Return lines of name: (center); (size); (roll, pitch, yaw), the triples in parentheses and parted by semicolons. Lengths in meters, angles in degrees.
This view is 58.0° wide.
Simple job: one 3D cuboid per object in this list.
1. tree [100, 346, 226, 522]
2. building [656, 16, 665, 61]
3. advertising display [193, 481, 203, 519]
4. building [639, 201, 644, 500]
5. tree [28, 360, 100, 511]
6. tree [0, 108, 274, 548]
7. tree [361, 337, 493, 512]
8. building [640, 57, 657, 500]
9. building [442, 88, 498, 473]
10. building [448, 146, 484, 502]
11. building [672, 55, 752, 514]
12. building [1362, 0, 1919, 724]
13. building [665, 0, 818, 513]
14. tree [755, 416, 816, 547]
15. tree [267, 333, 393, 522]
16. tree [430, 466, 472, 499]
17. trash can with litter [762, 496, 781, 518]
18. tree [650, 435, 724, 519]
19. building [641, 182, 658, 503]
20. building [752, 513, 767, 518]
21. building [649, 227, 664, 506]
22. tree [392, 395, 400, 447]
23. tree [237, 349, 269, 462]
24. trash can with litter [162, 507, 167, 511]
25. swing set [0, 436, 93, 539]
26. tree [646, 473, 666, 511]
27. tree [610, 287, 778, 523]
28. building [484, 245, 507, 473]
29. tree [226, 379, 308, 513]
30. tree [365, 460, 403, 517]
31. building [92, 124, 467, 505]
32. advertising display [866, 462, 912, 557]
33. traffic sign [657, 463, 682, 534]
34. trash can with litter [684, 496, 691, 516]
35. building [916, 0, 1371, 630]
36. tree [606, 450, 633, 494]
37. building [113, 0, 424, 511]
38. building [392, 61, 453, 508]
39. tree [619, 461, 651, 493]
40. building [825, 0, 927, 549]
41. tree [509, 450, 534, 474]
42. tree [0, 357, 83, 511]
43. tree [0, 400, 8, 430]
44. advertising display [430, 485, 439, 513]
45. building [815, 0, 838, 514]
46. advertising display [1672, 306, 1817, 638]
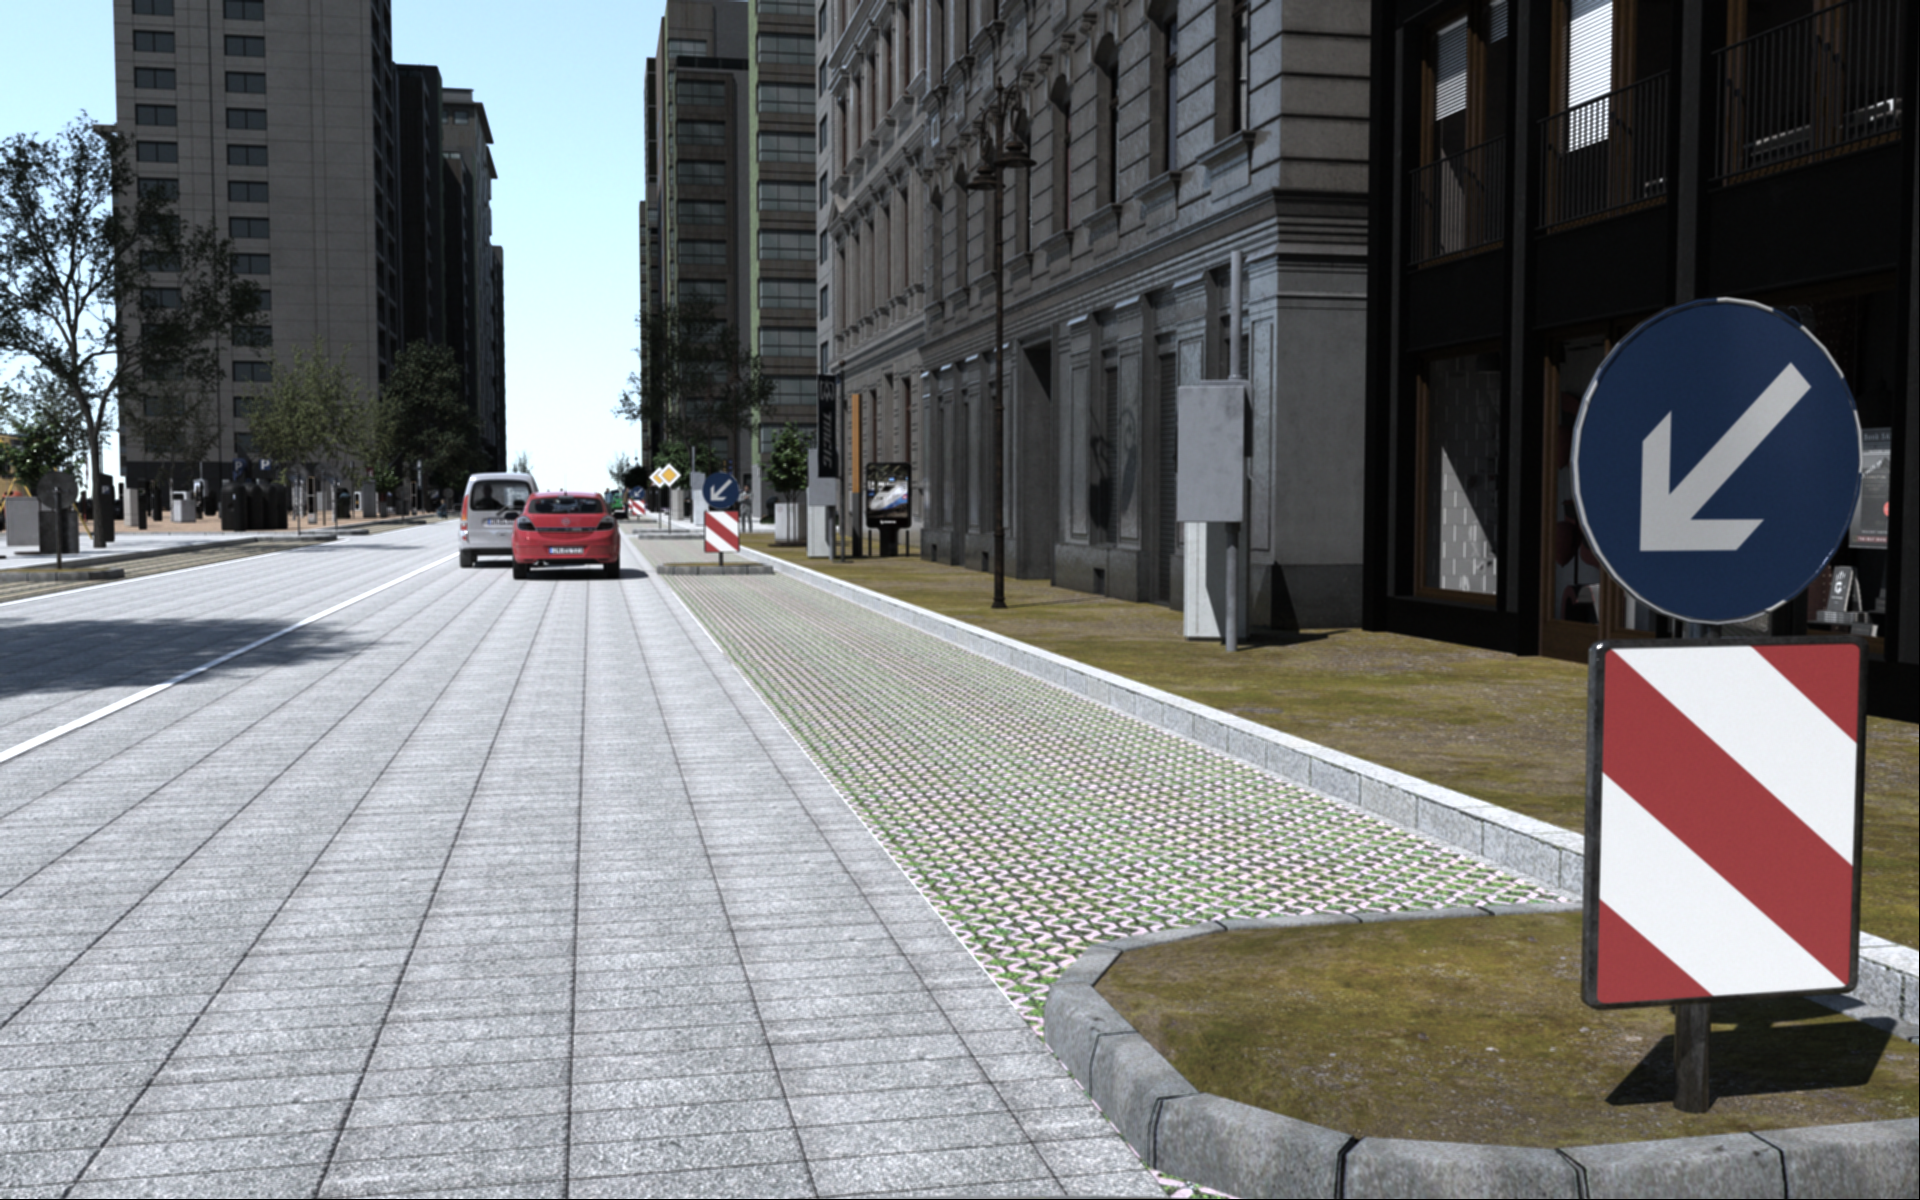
tree: (-36.770, -7.930, 80.022); (4.360, 8.622, 3.978); (0, 3, 0)
building: (-21.010, -31.322, 162.219); (14.600, 45.320, 14.200); (-1, 4, -12)
advertising display: (-38.782, -5.076, 88.199); (0.123, 1.923, 0.974); (-3, 5, -43)
building: (-38.003, -34.300, 244.398); (14.154, 41.232, 14.086); (-1, 4, -12)
tree: (-45.690, -8.512, 89.539); (4.360, 8.622, 3.978); (0, 3, 0)
tree: (-20.560, -6.543, 41.389); (8.767, 10.594, 7.601); (0, 4, -7)
tree: (-38.889, -12.799, 126.274); (9.611, 12.733, 9.660); (0, 3, 0)
building: (-43.167, -51.770, 284.694); (20.563, 71.187, 20.611); (-1, 4, -12)
building: (-76.190, -39.006, 226.990); (28.713, 52.752, 27.495); (-1, 4, -12)
building: (-62.501, -31.399, 196.962); (14.154, 41.232, 14.086); (-1, 4, -12)
building: (-12.651, -21.255, 119.223); (14.160, 30.474, 14.107); (-1, 4, -12)
building: (11.444, -10.977, 9.151); (12.332, 23.373, 15.834); (-1, 4, -12)
building: (-17.984, -28.403, 147.984); (14.154, 41.232, 14.086); (-1, 4, -12)
tree: (-4.281, -3.063, 44.688); (1.663, 3.219, 1.824); (0, 3, 0)
tree: (-28.542, -7.852, 78.739); (4.737, 8.622, 4.395); (0, 3, 0)
tree: (-41.285, -9.608, 140.805); (4.285, 4.588, 4.351); (0, 3, 0)
trash can with litter: (-8.884, -4.270, 81.196); (0.624, 1.170, 1.055); (2, 4, 26)
tree: (-14.698, -6.849, 95.695); (4.285, 4.588, 4.351); (0, 3, 0)
building: (-34.554, -33.466, 230.756); (14.154, 41.232, 14.086); (-1, 4, -12)
building: (-5.025, -25.344, 97.963); (14.154, 41.232, 14.086); (-1, 4, -12)
building: (-26.988, -25.605, 190.337); (14.160, 30.474, 14.107); (-1, 4, -12)
tree: (-39.741, -10.224, 117.518); (4.737, 8.622, 4.395); (0, 3, 0)
tree: (-32.681, -8.180, 84.100); (4.737, 8.622, 4.395); (0, 3, 0)
trash can with litter: (-59.934, -7.247, 129.874); (1.055, 1.170, 0.624); (-1, 4, -18)
swing set: (-25.943, -3.059, 47.632); (2.862, 2.851, 3.119); (0, 4, -8)
tree: (-23.119, -8.382, 131.653); (1.663, 3.219, 1.824); (0, 3, 0)
tree: (-11.759, -8.740, 77.319); (8.767, 10.594, 7.601); (1, 4, 17)
building: (-79.969, -36.221, 275.809); (14.154, 41.232, 14.086); (-1, 4, -12)
tree: (-43.875, -9.785, 110.343); (4.360, 8.622, 3.978); (0, 3, 0)
tree: (-32.765, -6.294, 97.508); (1.663, 3.219, 1.824); (0, 3, 0)
building: (-67.490, -29.641, 176.509); (32.217, 40.220, 23.993); (-1, 4, -12)
advertising display: (-1.457, -1.847, 35.406); (0.974, 1.923, 0.123); (1, 4, 23)
traffic sign: (-9.316, -3.172, 55.507); (0.795, 2.450, 0.064); (-1, 4, -12)
trash can with litter: (-15.803, -5.315, 98.287); (1.055, 1.170, 0.624); (0, 4, -2)
building: (5.665, -10.780, 25.397); (9.793, 20.994, 18.267); (-1, 4, -12)
tree: (-56.137, -20.514, 285.772); (4.360, 8.622, 3.978); (0, 3, 0)
building: (-54.893, -42.952, 140.518); (20.563, 71.187, 20.611); (-1, 4, -12)
building: (-55.115, -29.090, 159.223); (14.154, 41.232, 14.086); (-1, 4, -12)
tree: (-31.858, -11.506, 171.830); (4.285, 4.588, 4.351); (0, 3, 0)
building: (3.078, -12.773, 44.993); (11.583, 22.565, 21.152); (-1, 4, -12)
tree: (-71.225, -20.240, 281.284); (4.360, 8.622, 3.978); (0, 3, 0)
tree: (-49.273, -8.758, 93.557); (4.737, 8.622, 4.395); (0, 3, 0)
tree: (-61.435, -9.600, 107.328); (4.360, 8.622, 3.978); (0, 3, 0)
advertising display: (-36.512, -7.034, 120.225); (0.123, 1.923, 0.974); (1, 4, 22)
building: (4.862, -39.116, 77.801); (20.611, 71.187, 20.563); (-1, 4, -12)
advertising display: (2.853, -0.071, 6.370); (0.123, 1.923, 0.974); (0, 4, 3)
